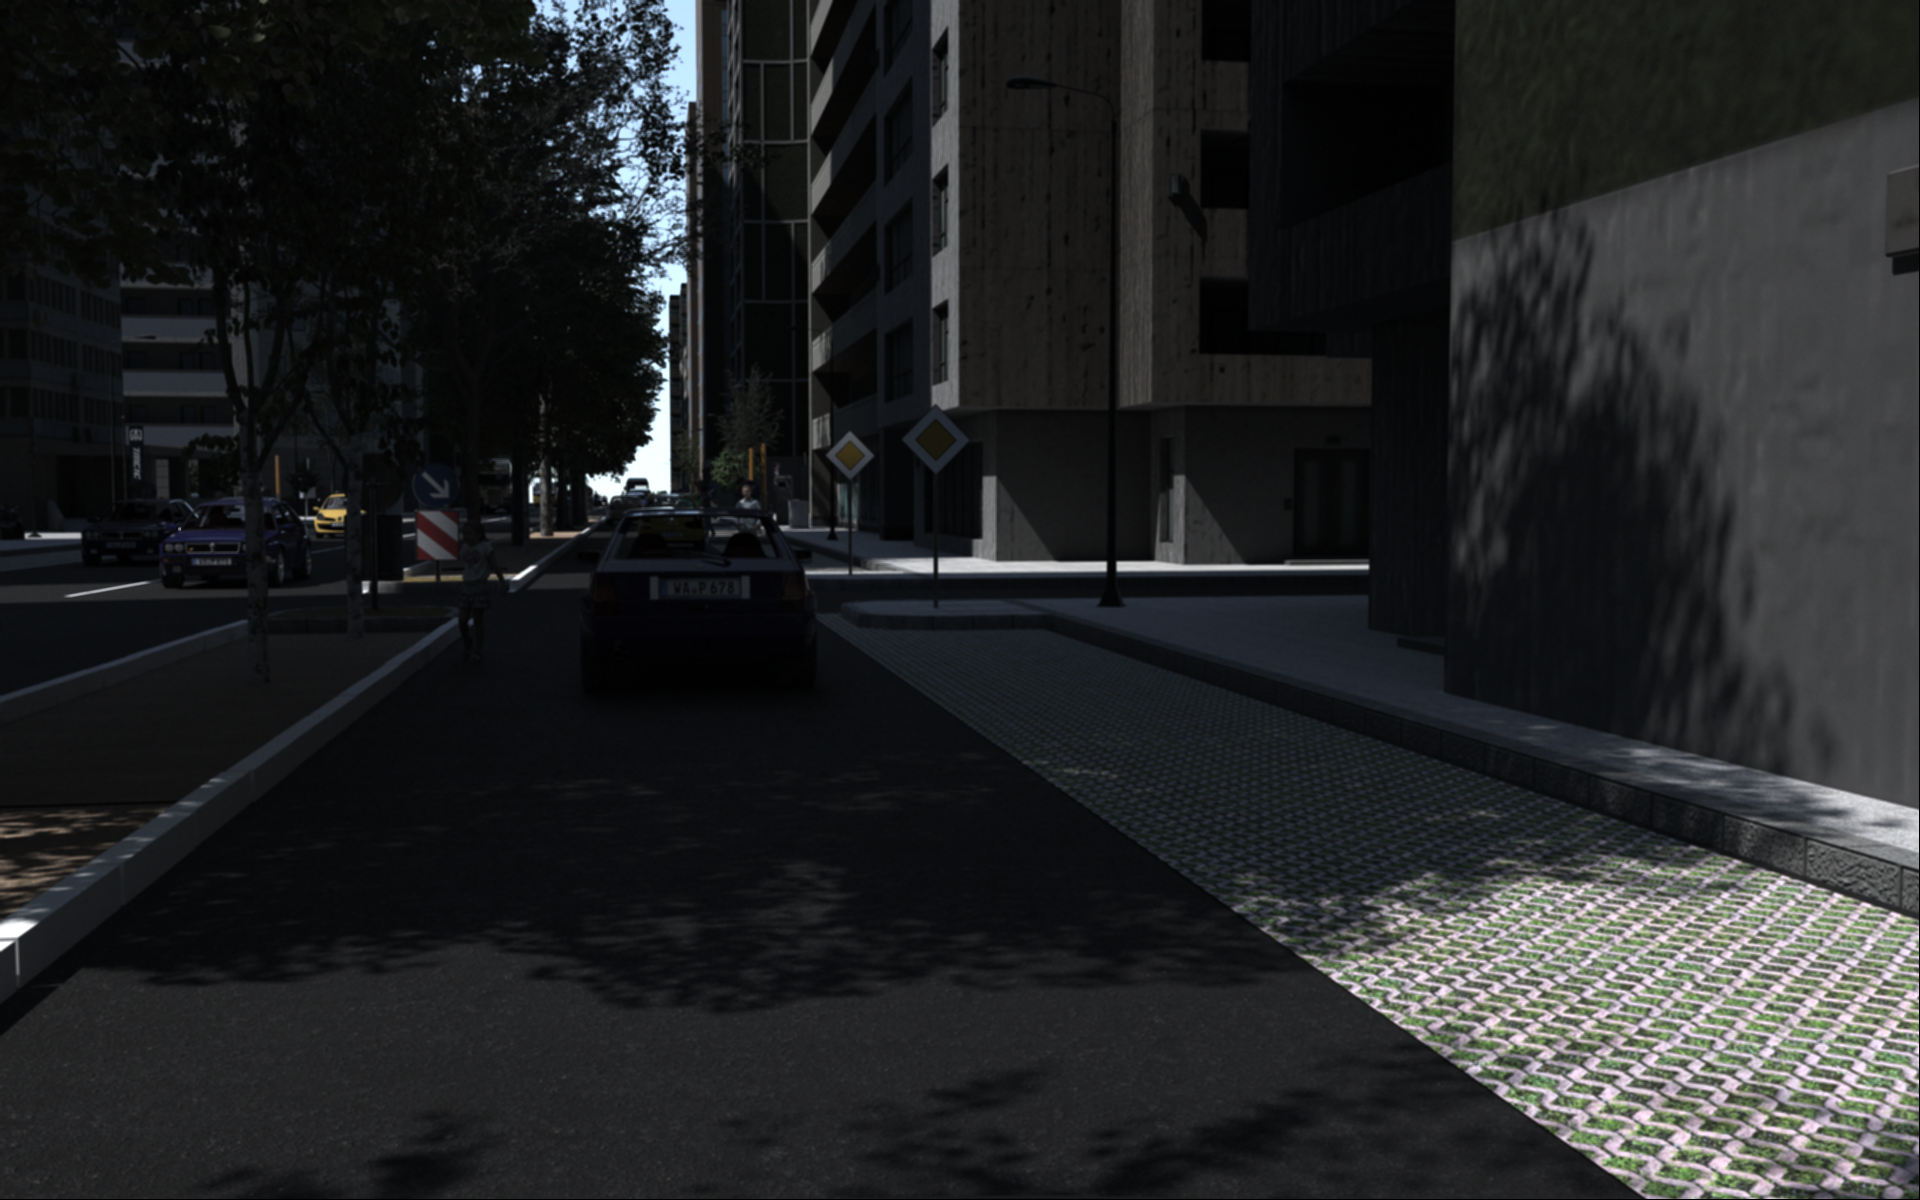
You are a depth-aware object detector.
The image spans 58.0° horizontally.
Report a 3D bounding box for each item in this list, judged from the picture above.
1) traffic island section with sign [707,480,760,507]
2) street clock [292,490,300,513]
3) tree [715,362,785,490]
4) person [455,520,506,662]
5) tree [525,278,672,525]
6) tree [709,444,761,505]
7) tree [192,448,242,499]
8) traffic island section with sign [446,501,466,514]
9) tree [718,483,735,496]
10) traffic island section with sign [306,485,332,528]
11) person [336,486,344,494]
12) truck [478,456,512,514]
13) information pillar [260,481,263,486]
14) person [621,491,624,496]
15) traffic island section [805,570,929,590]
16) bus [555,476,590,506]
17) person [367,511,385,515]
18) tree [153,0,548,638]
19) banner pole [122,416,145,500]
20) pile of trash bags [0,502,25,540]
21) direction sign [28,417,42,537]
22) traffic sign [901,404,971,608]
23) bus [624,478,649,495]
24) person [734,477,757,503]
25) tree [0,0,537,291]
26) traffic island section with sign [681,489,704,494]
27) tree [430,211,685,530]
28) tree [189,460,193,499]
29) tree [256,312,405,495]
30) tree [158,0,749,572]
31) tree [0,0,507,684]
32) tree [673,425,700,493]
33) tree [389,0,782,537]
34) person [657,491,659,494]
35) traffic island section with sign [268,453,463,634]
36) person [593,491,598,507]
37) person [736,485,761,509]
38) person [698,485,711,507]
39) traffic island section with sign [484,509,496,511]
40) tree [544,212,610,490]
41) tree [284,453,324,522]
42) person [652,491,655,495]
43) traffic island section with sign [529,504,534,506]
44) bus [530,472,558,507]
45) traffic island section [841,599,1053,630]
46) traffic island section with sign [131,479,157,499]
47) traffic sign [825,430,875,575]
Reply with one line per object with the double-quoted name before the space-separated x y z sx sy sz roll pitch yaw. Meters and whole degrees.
"traffic island section with sign" -6.227 -2.522 49.860 1.989 1.847 2.006 -1 4 -10
"street clock" -31.633 -4.769 82.536 0.471 2.002 0.358 -2 4 -34
"tree" -11.961 -8.988 97.309 4.360 8.622 3.978 0 3 0
"person" -4.106 -0.085 14.898 0.505 1.210 0.382 1 4 15
"tree" -17.427 -10.350 78.327 9.857 13.997 8.962 0 3 0
"tree" -13.920 -7.622 108.339 4.285 4.588 4.351 0 3 0
"tree" -28.020 -4.361 65.908 1.663 3.219 1.824 0 3 0
"traffic island section with sign" -36.131 -6.983 122.805 1.989 1.847 2.006 -1 4 -10
"tree" -15.232 -7.242 113.014 1.663 3.219 1.824 0 3 0
"traffic island section with sign" -26.897 -3.947 73.155 1.989 1.847 2.006 -1 4 -10
"person" -28.809 -4.405 80.620 0.635 1.810 0.391 -1 4 -19
"truck" -34.235 -8.536 128.480 2.839 4.237 11.283 -1 4 -11
"information pillar" -38.475 -5.540 95.078 0.304 2.012 0.304 1 4 9
"person" -32.130 -9.526 165.194 0.436 1.711 0.756 0 4 4
"traffic island section" -1.713 -0.313 27.404 2.009 0.180 2.903 -1 4 -10
"bus" -37.426 -10.585 167.919 2.948 3.499 13.247 -1 4 -10
"person" -10.397 -1.361 30.933 0.473 1.802 0.592 0 4 2
"tree" -6.071 -3.934 17.135 4.737 8.622 4.395 0 3 0
"banner pole" -26.536 -4.007 55.531 0.863 3.779 0.401 0 4 2
"pile of trash bags" -28.044 -2.351 48.189 3.447 1.369 1.912 -3 4 -39
"direction sign" -27.440 -3.624 51.254 0.379 3.537 0.876 -1 4 -20
"traffic sign" -0.276 -0.968 19.471 0.795 2.450 0.064 -1 4 -10
"bus" -38.045 -12.784 203.873 2.948 3.499 13.247 -1 4 -11
"person" -5.237 -2.100 42.636 0.655 1.846 0.447 -2 4 -28
"tree" -4.166 -5.225 6.010 7.486 12.596 7.792 0 3 0
"traffic island section with sign" -11.150 -4.143 76.364 1.989 1.847 2.006 -1 4 -10
"tree" -15.676 -9.086 68.021 9.611 12.733 9.660 0 3 0
"tree" -37.775 -5.552 85.383 1.663 3.219 1.824 0 3 0
"tree" -31.858 -9.348 87.252 8.767 10.594 7.601 0 4 5
"tree" -9.134 -7.297 32.129 12.009 13.543 11.850 0 3 0
"tree" -5.227 -3.655 12.572 4.360 8.622 3.978 0 3 0
"tree" -28.357 -14.273 183.723 4.737 8.622 4.395 0 3 0
"tree" -12.526 -12.148 56.961 12.611 20.169 13.585 0 3 0
"person" -29.900 -9.957 171.823 1.217 1.766 0.721 1 4 18
"traffic island section with sign" -6.412 -0.643 18.656 2.006 1.907 1.989 -1 4 -10
"person" -40.700 -11.311 193.511 0.705 1.814 1.350 -3 4 -37
"person" -3.929 -1.333 32.099 0.589 1.601 0.330 1 4 15
"person" -8.283 -2.899 56.743 0.643 1.720 0.563 -1 4 -19
"traffic island section with sign" -41.063 -8.604 149.307 1.989 1.847 2.006 -1 4 -10
"tree" -10.188 -5.362 40.493 4.360 8.622 3.978 0 3 0
"tree" -30.822 -5.289 81.070 1.663 3.219 1.824 0 3 0
"person" -40.568 -13.501 229.252 1.348 1.823 0.705 0 4 -6
"traffic island section with sign" -56.018 -13.527 229.787 1.989 1.847 2.006 -1 4 -10
"bus" -45.558 -12.222 191.375 2.896 3.916 12.252 -1 4 -10
"traffic island section" -0.254 0.167 19.553 2.009 0.180 2.903 -1 4 -10
"traffic island section with sign" -21.926 -2.308 46.367 1.989 1.847 2.006 -1 4 -10
"traffic sign" -1.735 -1.448 27.322 0.795 2.450 0.064 -1 4 -10
